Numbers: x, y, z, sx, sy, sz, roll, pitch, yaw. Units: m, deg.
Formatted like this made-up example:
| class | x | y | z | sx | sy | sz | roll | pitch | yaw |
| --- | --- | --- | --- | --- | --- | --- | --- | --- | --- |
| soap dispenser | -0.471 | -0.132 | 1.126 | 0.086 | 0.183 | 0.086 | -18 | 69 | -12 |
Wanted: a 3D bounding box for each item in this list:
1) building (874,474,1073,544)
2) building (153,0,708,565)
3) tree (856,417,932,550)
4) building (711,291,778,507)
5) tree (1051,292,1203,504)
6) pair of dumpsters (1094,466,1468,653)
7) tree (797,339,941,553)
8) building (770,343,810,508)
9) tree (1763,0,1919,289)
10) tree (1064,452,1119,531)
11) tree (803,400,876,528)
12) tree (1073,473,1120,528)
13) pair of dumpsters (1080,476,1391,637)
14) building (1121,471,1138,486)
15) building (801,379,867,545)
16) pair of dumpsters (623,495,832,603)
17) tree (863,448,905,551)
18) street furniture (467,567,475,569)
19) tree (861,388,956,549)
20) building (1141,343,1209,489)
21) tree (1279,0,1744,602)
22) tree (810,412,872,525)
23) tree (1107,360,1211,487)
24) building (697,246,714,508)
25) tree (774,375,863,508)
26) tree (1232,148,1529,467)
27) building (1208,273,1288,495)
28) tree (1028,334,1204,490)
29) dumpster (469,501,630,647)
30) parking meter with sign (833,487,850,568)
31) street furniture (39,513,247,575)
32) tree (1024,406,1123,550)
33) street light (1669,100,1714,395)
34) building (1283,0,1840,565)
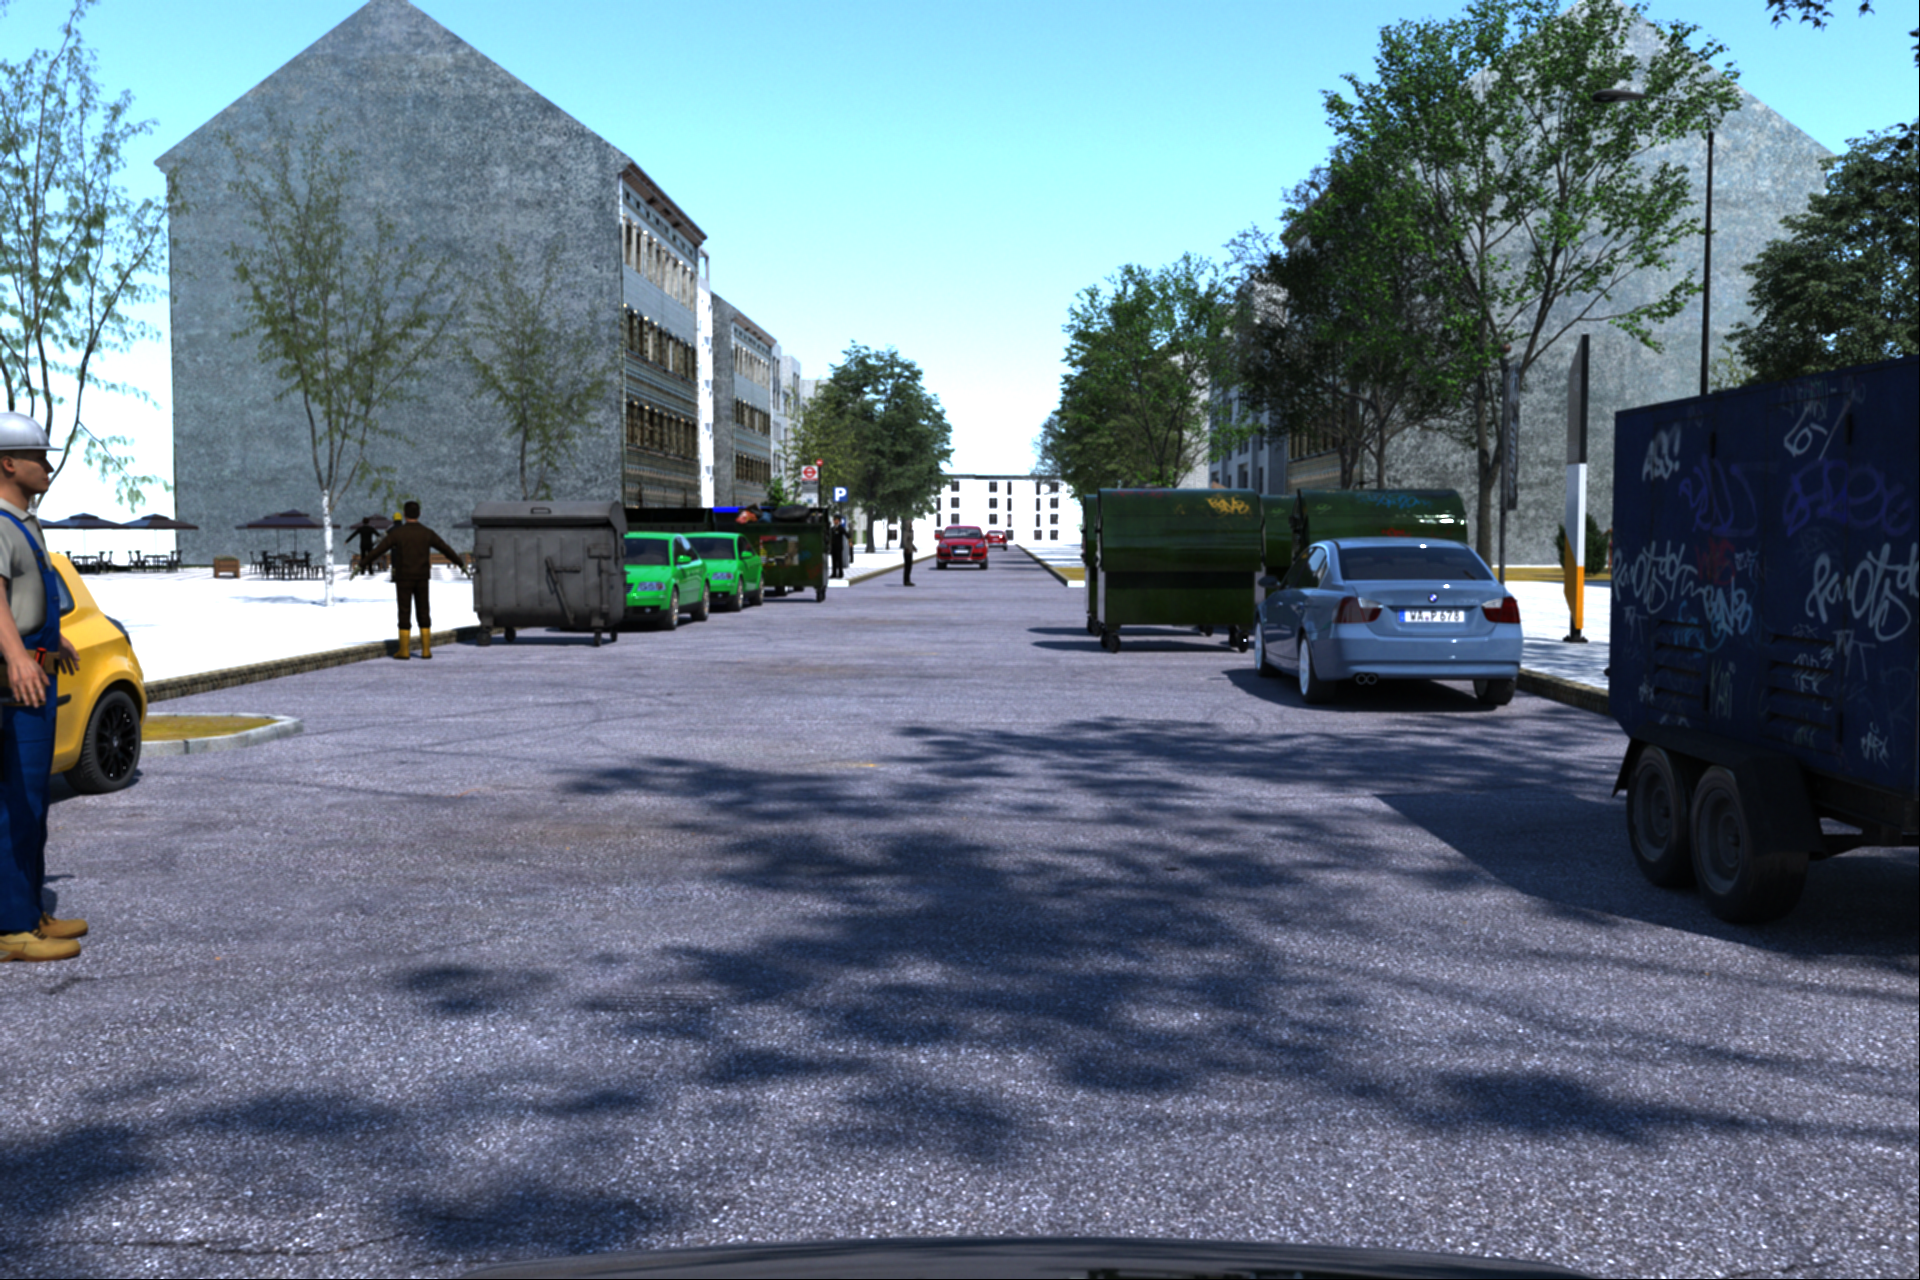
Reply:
| class | x | y | z | sx | sy | sz | roll | pitch | yaw |
| --- | --- | --- | --- | --- | --- | --- | --- | --- | --- |
| building | 1.919 | -18.196 | 242.101 | 28.070 | 9.664 | 9.099 | 0 | 4 | -2 |
| building | -22.737 | -15.190 | 79.281 | 19.493 | 23.208 | 18.063 | 0 | 4 | 1 |
| tree | -5.941 | -12.487 | 138.567 | 8.767 | 10.594 | 7.601 | 1 | 4 | 15 |
| building | -24.297 | -18.092 | 126.726 | 19.493 | 23.208 | 18.063 | 0 | 4 | 2 |
| tree | 7.760 | -9.974 | 81.208 | 7.486 | 12.596 | 7.792 | 0 | 3 | 0 |
| pair of dumpsters | 3.863 | -1.001 | 21.311 | 4.436 | 2.255 | 1.574 | 0 | 4 | 0 |
| tree | -5.865 | -12.725 | 114.716 | 9.857 | 13.997 | 8.962 | 0 | 3 | 0 |
| building | -24.962 | -18.639 | 171.211 | 16.747 | 18.905 | 31.486 | 0 | 4 | 1 |
| tree | 10.067 | -4.766 | 12.332 | 8.767 | 10.594 | 7.601 | 0 | 4 | -3 |
| tree | 9.729 | -10.585 | 123.420 | 4.737 | 8.622 | 4.395 | 0 | 3 | 0 |
| tree | -5.997 | -8.811 | 94.421 | 4.360 | 8.622 | 3.978 | 0 | 3 | 0 |
| tree | 10.228 | -11.219 | 133.794 | 4.737 | 8.622 | 4.395 | 0 | 3 | 0 |
| pair of dumpsters | 3.930 | -1.202 | 24.603 | 4.436 | 2.255 | 1.574 | 0 | 4 | 1 |
| building | 28.520 | -22.654 | 201.317 | 19.493 | 23.208 | 18.063 | 0 | 4 | 1 |
| building | -20.464 | -21.212 | 213.278 | 16.747 | 18.905 | 31.486 | 0 | 4 | 1 |
| pair of dumpsters | -4.962 | -1.935 | 36.594 | 4.436 | 2.255 | 1.574 | 0 | 4 | 2 |
| tree | -5.853 | -11.081 | 131.543 | 4.360 | 8.622 | 3.978 | 0 | 3 | 0 |
| street furniture | -12.524 | -3.041 | 56.576 | 9.812 | 1.723 | 11.010 | 1 | 4 | 15 |
| tree | -5.042 | -14.931 | 150.771 | 9.857 | 13.997 | 8.962 | 0 | 3 | 0 |
| building | 27.281 | -18.509 | 169.077 | 16.747 | 18.905 | 31.486 | 0 | 4 | 1 |
| tree | 10.084 | -6.529 | 32.506 | 9.928 | 11.665 | 9.643 | 0 | 3 | 0 |
| tree | -6.667 | -9.319 | 102.732 | 4.360 | 8.622 | 3.978 | 0 | 3 | 0 |
| tree | 7.802 | -7.503 | 73.029 | 4.360 | 8.622 | 3.978 | 0 | 3 | 0 |
| building | -21.776 | -15.083 | 103.022 | 16.016 | 20.090 | 11.380 | 0 | 4 | 1 |
| tree | -6.836 | -8.004 | 81.224 | 4.737 | 8.622 | 4.395 | 0 | 3 | 0 |
| tree | 10.146 | -6.601 | 42.334 | 7.601 | 10.594 | 8.767 | 1 | 4 | 13 |
| building | 28.378 | -15.858 | 125.733 | 16.747 | 18.905 | 31.486 | 0 | 4 | 1 |
| tree | 9.241 | -11.696 | 101.604 | 12.009 | 13.543 | 11.850 | 0 | 3 | 0 |
| dumpster | -5.311 | -0.873 | 22.493 | 1.865 | 1.857 | 1.264 | 0 | 4 | 1 |
| parking meter with sign | -4.411 | -4.200 | 64.938 | 0.543 | 3.016 | 1.738 | 0 | 4 | 1 |
| street furniture | -32.191 | -2.914 | 52.666 | 14.083 | 1.986 | 27.439 | 0 | 4 | -3 |
| tree | 10.384 | -14.292 | 144.038 | 12.009 | 13.543 | 11.850 | 0 | 3 | 0 |
| street light | 8.374 | -2.792 | 18.198 | 1.470 | 5.913 | 1.316 | 0 | 4 | 1 |
| building | 25.791 | -15.178 | 79.082 | 19.493 | 23.208 | 18.063 | 0 | 4 | 1 |
